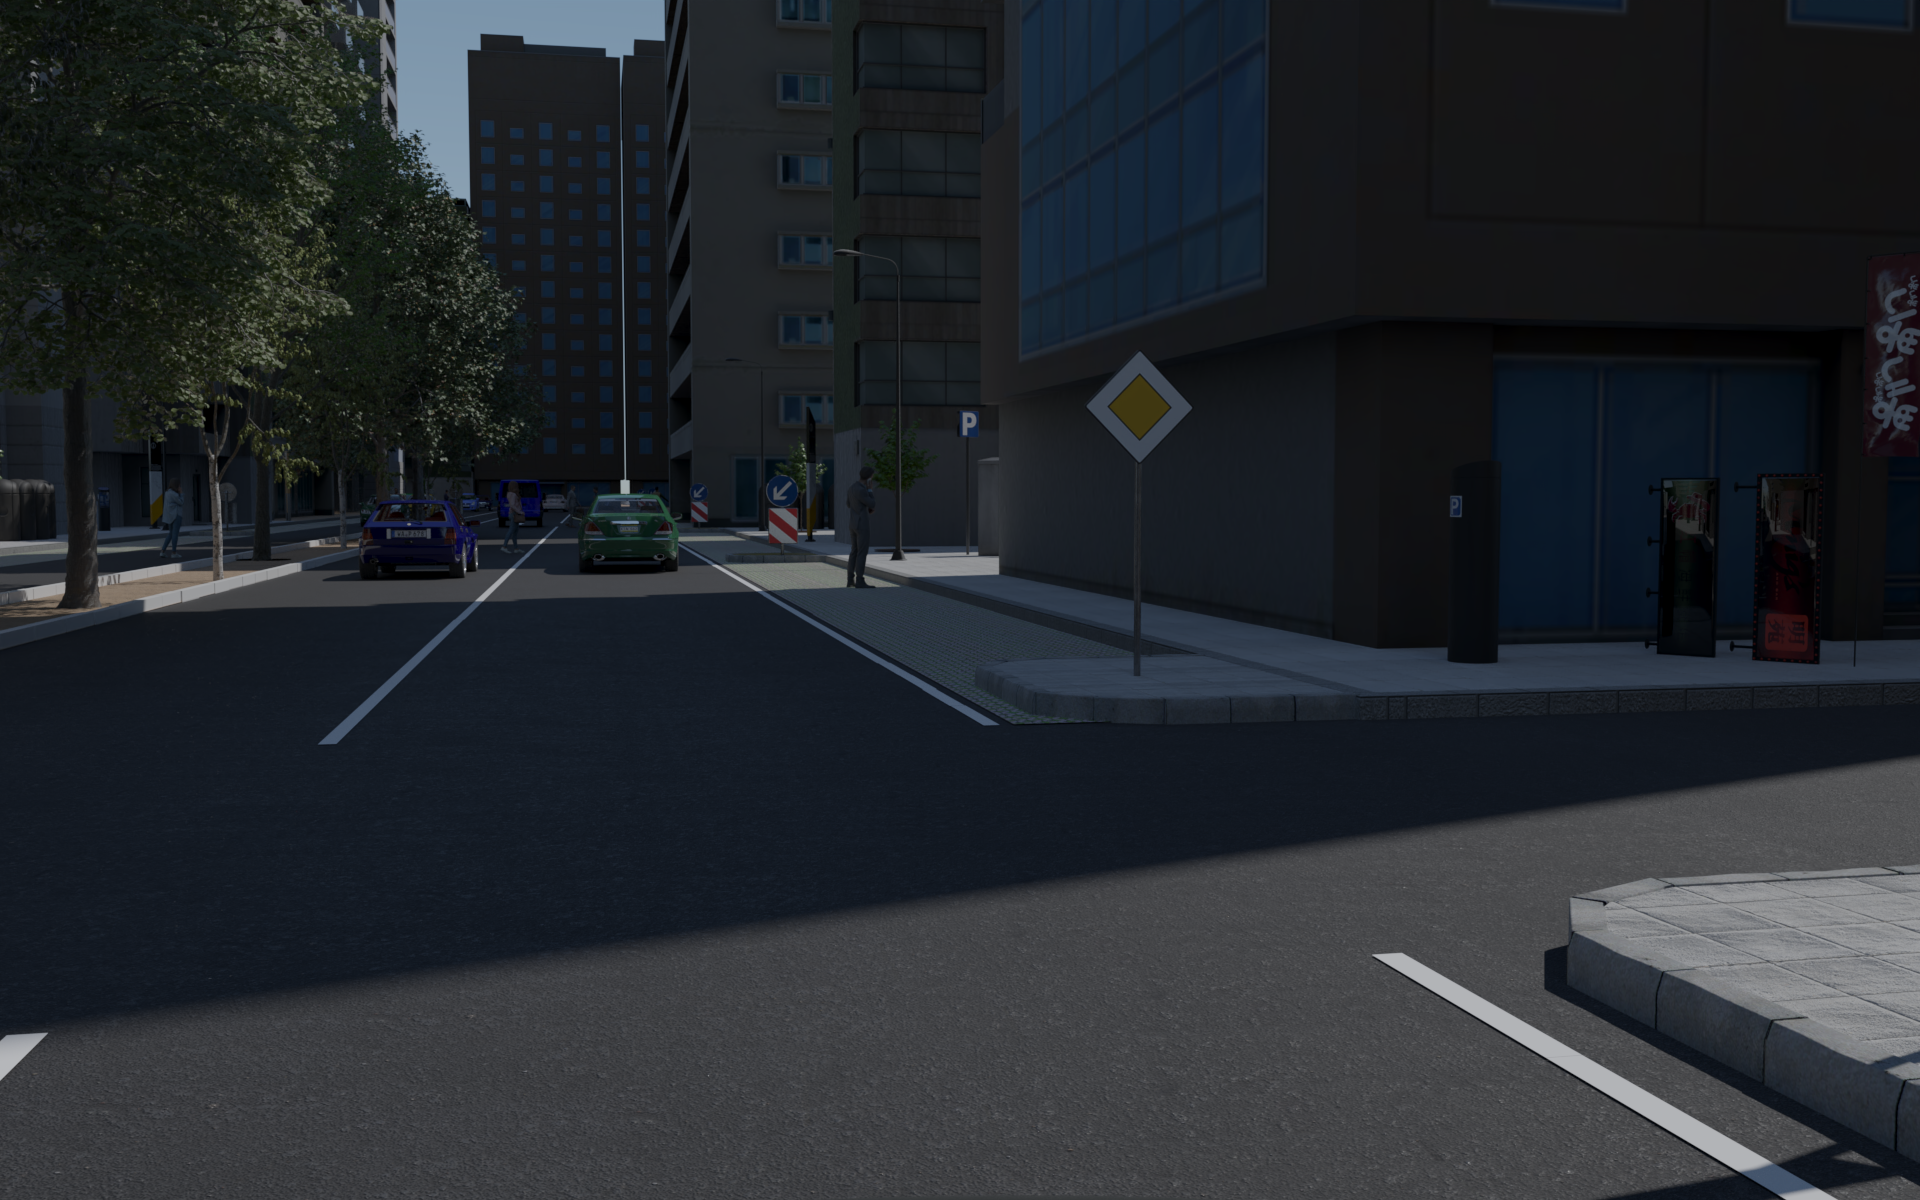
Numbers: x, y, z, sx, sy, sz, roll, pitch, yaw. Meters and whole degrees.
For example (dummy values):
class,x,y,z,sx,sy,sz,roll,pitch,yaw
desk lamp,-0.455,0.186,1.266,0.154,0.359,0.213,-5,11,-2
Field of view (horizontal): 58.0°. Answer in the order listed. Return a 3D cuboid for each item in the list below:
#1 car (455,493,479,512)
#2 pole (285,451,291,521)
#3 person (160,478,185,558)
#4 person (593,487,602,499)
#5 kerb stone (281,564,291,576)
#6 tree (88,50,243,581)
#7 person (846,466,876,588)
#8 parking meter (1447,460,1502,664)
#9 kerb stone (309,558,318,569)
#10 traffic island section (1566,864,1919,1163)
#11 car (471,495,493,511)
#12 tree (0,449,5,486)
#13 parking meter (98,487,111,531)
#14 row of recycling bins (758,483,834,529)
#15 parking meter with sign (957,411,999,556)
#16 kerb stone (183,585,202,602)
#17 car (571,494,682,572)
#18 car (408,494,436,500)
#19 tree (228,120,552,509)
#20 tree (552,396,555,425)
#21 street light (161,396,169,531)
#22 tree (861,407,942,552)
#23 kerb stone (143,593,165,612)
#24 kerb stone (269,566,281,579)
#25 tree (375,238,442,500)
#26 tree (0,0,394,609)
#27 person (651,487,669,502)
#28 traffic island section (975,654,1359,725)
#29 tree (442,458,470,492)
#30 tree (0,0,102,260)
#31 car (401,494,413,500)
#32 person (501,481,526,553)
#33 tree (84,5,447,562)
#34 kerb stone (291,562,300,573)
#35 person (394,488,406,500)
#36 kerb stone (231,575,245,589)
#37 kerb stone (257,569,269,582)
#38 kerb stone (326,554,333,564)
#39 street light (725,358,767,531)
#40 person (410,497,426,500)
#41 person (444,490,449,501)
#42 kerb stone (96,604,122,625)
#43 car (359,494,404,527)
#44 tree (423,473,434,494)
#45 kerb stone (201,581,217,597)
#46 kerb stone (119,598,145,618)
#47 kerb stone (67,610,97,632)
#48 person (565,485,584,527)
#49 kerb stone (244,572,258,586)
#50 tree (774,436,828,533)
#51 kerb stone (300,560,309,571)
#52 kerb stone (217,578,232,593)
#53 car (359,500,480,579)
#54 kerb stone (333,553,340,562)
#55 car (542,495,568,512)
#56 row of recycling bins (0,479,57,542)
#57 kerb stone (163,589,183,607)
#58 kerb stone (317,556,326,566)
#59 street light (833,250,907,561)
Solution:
class,x,y,z,sx,sy,sz,roll,pitch,yaw
car,-39.687,-7.945,139.490,1.945,1.707,3.694,-1,4,-12
pole,-31.951,-5.411,82.313,0.158,3.312,0.155,0,3,0
person,-17.728,-1.847,38.955,0.793,1.790,0.793,1,4,10
person,-16.802,-4.368,80.261,0.721,1.781,0.623,-2,4,-27
kerb stone,-11.948,-0.501,30.412,0.120,0.150,1.000,-1,4,-12
tree,-12.107,-4.598,27.996,4.737,8.622,4.395,0,3,0
person,-1.474,-1.100,26.287,0.447,1.846,0.655,-2,4,-30
parking meter,3.926,-0.294,13.222,0.372,1.533,0.369,0,3,0
kerb stone,-12.584,-0.684,33.417,0.120,0.150,1.000,-1,4,-12
traffic island section,2.928,1.092,4.423,2.009,0.180,2.903,-1,4,-12
car,-40.738,-8.255,147.548,1.945,1.354,3.894,-1,4,-13
tree,-33.800,-4.048,60.781,1.663,3.219,1.824,0,3,0
parking meter,-29.666,-3.157,60.030,0.372,1.533,0.369,0,3,0
row of recycling bins,-5.728,-3.445,63.432,3.534,1.692,1.069,1,4,15
parking meter with sign,0.730,-2.422,35.856,0.543,3.016,1.738,-3,5,-43
kerb stone,-10.455,-0.073,23.396,0.120,0.150,1.000,-1,4,-12
car,-6.386,-1.314,33.280,2.131,1.459,4.920,-1,4,-11
car,-31.352,-5.544,100.865,2.015,1.641,3.980,-1,4,-10
tree,-17.567,-8.131,52.413,9.611,12.733,9.660,0,3,0
tree,-19.500,-8.719,62.026,9.611,12.733,9.660,0,3,0
street light,-27.365,-5.401,60.841,1.470,5.913,1.316,-1,4,-12
tree,-1.465,-2.693,38.639,1.663,3.219,1.824,0,3,0
kerb stone,-10.033,0.050,21.378,0.120,0.150,1.000,-1,4,-12
kerb stone,-11.735,-0.441,29.411,0.120,0.150,1.000,-1,4,-12
tree,-15.994,-5.620,44.713,4.737,8.622,4.395,0,3,0
tree,-11.196,-6.186,21.722,7.486,12.596,7.792,0,3,0
person,-15.597,-4.932,89.234,1.348,1.812,0.705,0,4,8
traffic island section,1.267,0.614,12.234,2.009,0.180,2.903,-1,4,-12
tree,-21.287,-7.118,69.194,4.737,8.622,4.395,0,3,0
tree,-9.970,-3.829,15.430,4.360,8.622,3.978,0,3,0
car,-38.174,-6.753,119.215,1.959,1.807,4.718,-1,4,-13
person,-10.861,-2.012,41.984,0.643,1.750,0.593,-2,4,-29
tree,-14.801,-6.630,36.616,9.928,11.665,9.643,0,3,0
kerb stone,-12.165,-0.564,31.415,0.120,0.150,1.000,-1,4,-12
person,-28.679,-4.825,88.109,1.217,1.743,0.721,-1,4,-10
kerb stone,-11.100,-0.257,26.399,0.120,0.150,1.000,-1,4,-12
kerb stone,-11.525,-0.380,28.407,0.120,0.150,1.000,-1,4,-12
kerb stone,-13.017,-0.809,35.422,0.120,0.150,1.000,-1,4,-12
street light,-7.309,-5.306,59.302,1.470,5.913,1.316,-1,4,-12
person,-29.349,-5.199,94.030,1.217,1.766,0.721,-3,5,-41
person,-33.281,-6.288,112.231,0.530,1.710,0.541,-1,4,-15
kerb stone,-9.597,0.180,19.371,0.120,0.150,1.000,-1,4,-12
car,-25.747,-4.028,77.660,2.131,1.459,4.920,-1,4,-12
tree,-48.714,-9.970,157.606,1.663,3.219,1.824,0,3,0
kerb stone,-10.675,-0.134,24.398,0.120,0.150,1.000,-1,4,-12
kerb stone,-9.813,0.112,20.374,0.120,0.150,1.000,-1,4,-12
kerb stone,-9.390,0.235,18.366,0.120,0.150,1.000,-1,4,-12
person,-16.631,-4.026,74.443,0.853,1.813,0.709,1,4,12
kerb stone,-11.310,-0.318,27.400,0.120,0.150,1.000,-1,4,-12
tree,-5.429,-3.862,57.747,1.663,3.219,1.824,0,3,0
kerb stone,-12.374,-0.618,32.417,0.120,0.150,1.000,-1,4,-12
kerb stone,-10.883,-0.196,25.400,0.120,0.150,1.000,-1,4,-12
car,-9.534,-1.106,30.665,1.945,1.354,3.894,-1,4,-11
kerb stone,-13.232,-0.871,36.431,0.120,0.150,1.000,-1,4,-12
car,-32.212,-7.678,137.902,2.083,1.381,4.827,-1,4,-10
row of recycling bins,-26.120,-2.518,48.276,1.069,1.692,3.534,-1,4,-9
kerb stone,-10.252,-0.011,22.383,0.120,0.150,1.000,-1,4,-12
kerb stone,-12.794,-0.748,34.424,0.120,0.150,1.000,-1,4,-12
street light,-1.722,-3.709,33.181,1.470,5.913,1.316,-1,4,-12
